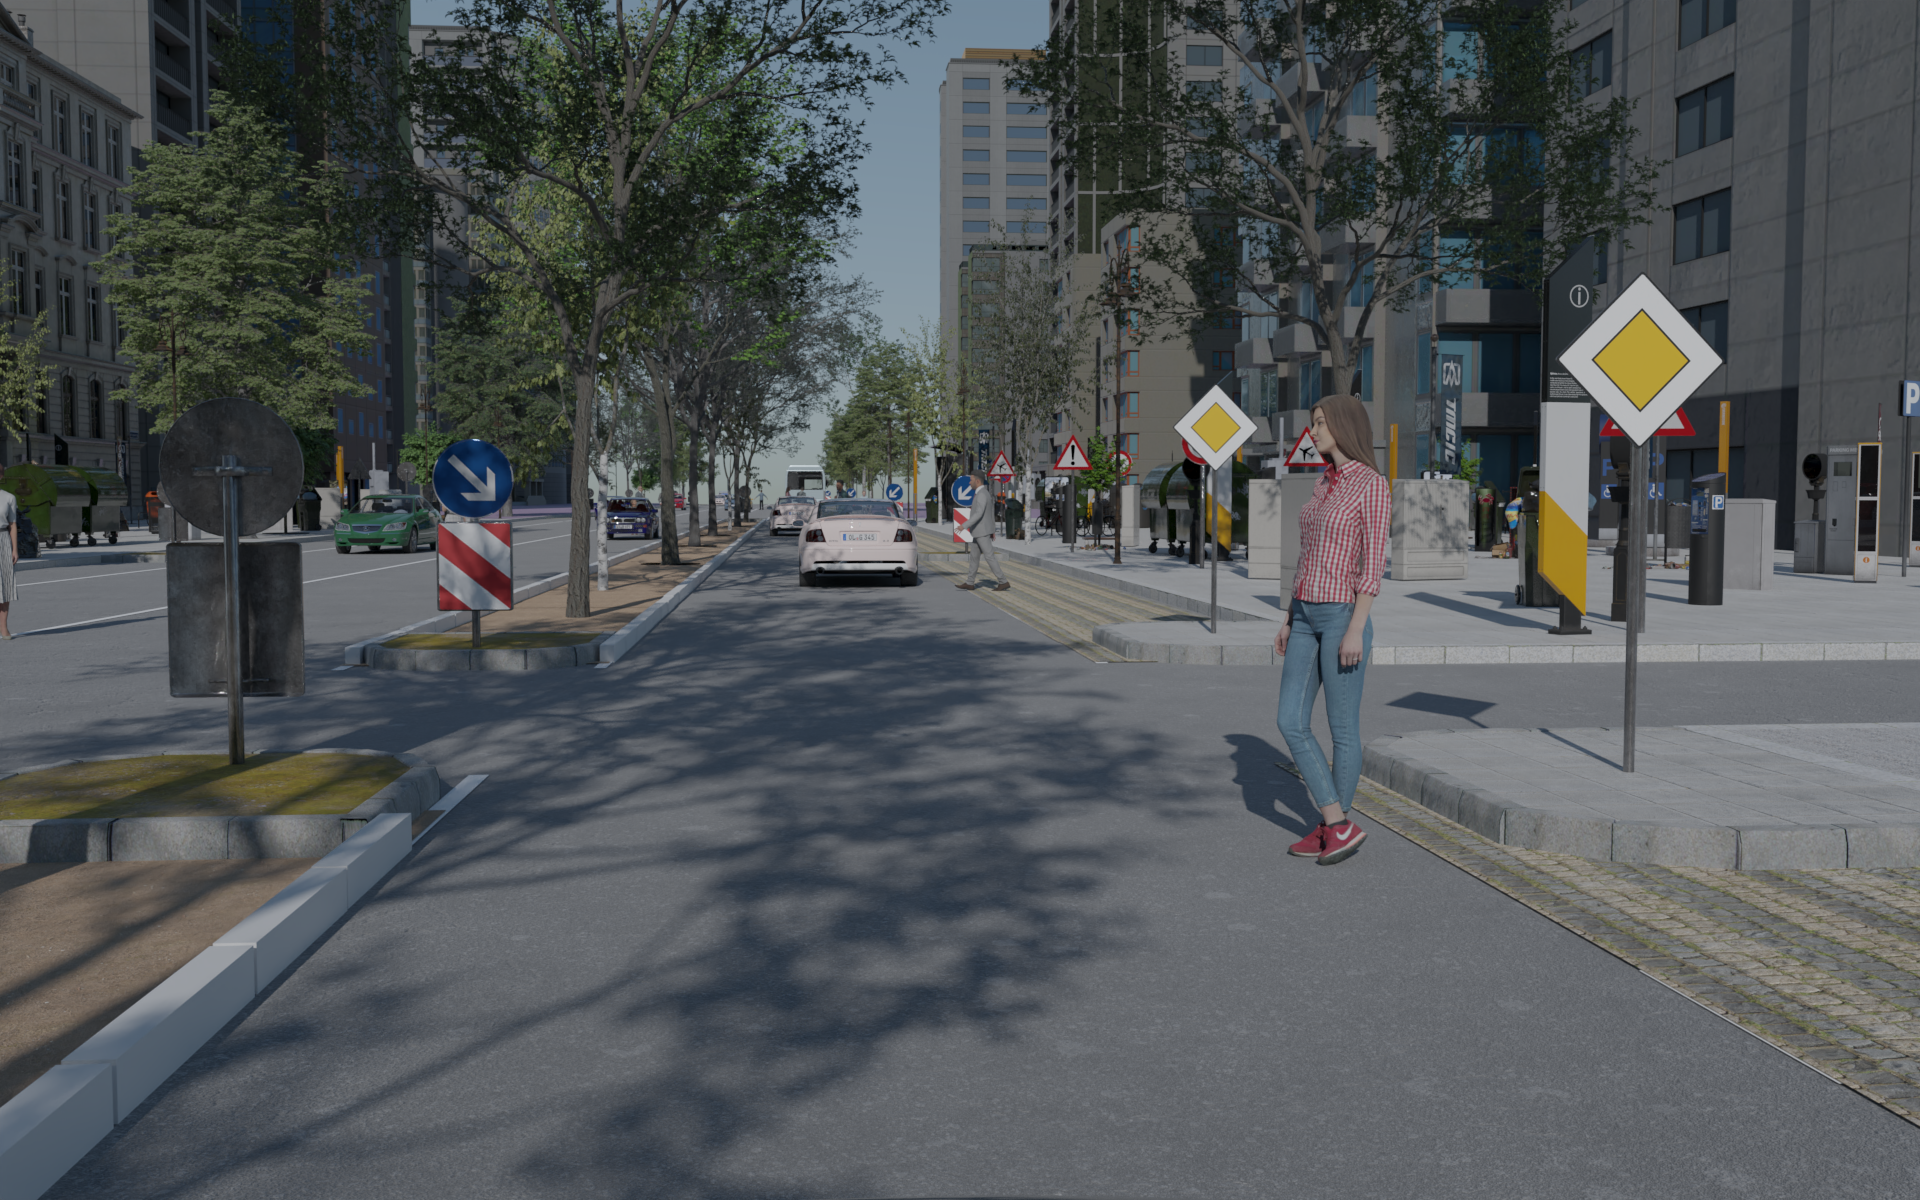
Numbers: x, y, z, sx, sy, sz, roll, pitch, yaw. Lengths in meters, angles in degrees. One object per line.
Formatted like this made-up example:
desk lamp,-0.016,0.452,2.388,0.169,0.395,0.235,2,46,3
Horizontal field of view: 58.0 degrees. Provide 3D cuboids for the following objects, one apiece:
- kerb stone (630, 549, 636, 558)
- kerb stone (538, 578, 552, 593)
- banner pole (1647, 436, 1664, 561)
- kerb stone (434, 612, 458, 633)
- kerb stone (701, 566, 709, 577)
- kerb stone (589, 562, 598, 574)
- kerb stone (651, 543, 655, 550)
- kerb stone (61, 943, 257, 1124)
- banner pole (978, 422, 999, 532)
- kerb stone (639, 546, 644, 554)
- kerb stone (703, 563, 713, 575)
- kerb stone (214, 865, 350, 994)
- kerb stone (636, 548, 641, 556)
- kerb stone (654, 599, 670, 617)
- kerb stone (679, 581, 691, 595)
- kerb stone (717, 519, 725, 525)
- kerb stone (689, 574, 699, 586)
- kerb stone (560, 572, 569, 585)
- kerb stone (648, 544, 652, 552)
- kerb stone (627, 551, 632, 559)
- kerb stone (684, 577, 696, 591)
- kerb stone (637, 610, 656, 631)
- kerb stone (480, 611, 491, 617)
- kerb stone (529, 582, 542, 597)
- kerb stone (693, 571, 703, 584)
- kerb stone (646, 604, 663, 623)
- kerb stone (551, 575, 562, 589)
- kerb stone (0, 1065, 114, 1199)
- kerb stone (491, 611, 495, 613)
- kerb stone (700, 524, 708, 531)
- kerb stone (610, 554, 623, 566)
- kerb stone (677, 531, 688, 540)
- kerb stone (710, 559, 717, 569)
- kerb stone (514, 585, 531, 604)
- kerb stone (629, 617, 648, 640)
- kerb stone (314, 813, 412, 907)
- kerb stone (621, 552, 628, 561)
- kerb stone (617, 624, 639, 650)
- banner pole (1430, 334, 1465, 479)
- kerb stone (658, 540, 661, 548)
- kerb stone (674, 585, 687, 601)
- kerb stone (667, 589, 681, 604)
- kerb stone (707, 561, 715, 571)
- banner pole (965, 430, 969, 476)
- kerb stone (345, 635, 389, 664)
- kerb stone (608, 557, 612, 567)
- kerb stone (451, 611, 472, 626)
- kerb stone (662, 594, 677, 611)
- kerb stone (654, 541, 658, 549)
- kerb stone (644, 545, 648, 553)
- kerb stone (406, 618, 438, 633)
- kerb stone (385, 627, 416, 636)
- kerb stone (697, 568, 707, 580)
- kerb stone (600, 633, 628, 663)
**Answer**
kerb stone,-7.352,-0.996,38.478,0.120,0.150,1.000,0,4,-5
kerb stone,-6.105,-0.185,25.219,0.120,0.150,1.000,0,4,-5
banner pole,13.220,-2.638,33.143,0.863,3.779,0.401,-3,4,-39
kerb stone,-5.419,0.258,18.042,0.120,0.150,1.000,0,4,-5
kerb stone,-4.395,-0.444,29.478,0.120,0.150,1.000,0,4,-5
kerb stone,-6.773,-0.622,32.363,0.120,0.150,1.000,0,4,-5
kerb stone,-7.831,-1.306,43.581,0.120,0.150,1.000,0,4,-5
kerb stone,-2.021,1.087,4.426,0.120,0.150,1.000,0,4,-5
banner pole,0.949,-4.212,58.876,0.863,3.779,0.401,3,4,37
kerb stone,-7.547,-1.120,40.515,0.120,0.150,1.000,0,4,-5
kerb stone,-4.485,-0.505,30.496,0.120,0.150,1.000,0,4,-5
kerb stone,-2.119,1.024,5.449,0.120,0.150,1.000,0,4,-5
kerb stone,-7.450,-1.058,39.495,0.120,0.150,1.000,0,4,-5
kerb stone,-3.527,0.119,20.312,0.120,0.150,1.000,0,4,-5
kerb stone,-3.909,-0.134,24.385,0.120,0.150,1.000,0,4,-5
kerb stone,-11.793,-3.865,85.393,0.120,0.150,1.000,0,4,-5
kerb stone,-4.106,-0.259,26.425,0.120,0.150,1.000,0,4,-5
kerb stone,-6.294,-0.308,27.254,0.120,0.150,1.000,0,4,-5
kerb stone,-7.732,-1.242,42.564,0.120,0.150,1.000,0,4,-5
kerb stone,-7.259,-0.933,37.452,0.120,0.150,1.000,0,4,-5
kerb stone,-4.004,-0.196,25.403,0.120,0.150,1.000,0,4,-5
kerb stone,-3.331,0.240,18.270,0.120,0.150,1.000,0,4,-5
kerb stone,-5.617,0.128,20.098,0.120,0.150,1.000,0,4,-5
kerb stone,-6.007,-0.120,24.191,0.120,0.150,1.000,0,4,-5
kerb stone,-4.202,-0.321,27.443,0.120,0.150,1.000,0,4,-5
kerb stone,-3.433,0.177,19.294,0.120,0.150,1.000,0,4,-5
kerb stone,-6.195,-0.247,26.237,0.120,0.150,1.000,0,4,-5
kerb stone,-1.924,1.150,3.404,0.120,0.150,1.000,0,4,-5
kerb stone,-5.712,0.066,21.123,0.120,0.150,1.000,0,4,-5
kerb stone,-10.345,-2.930,70.104,0.120,0.150,1.000,0,4,-5
kerb stone,-7.065,-0.809,35.417,0.120,0.150,1.000,0,4,-5
kerb stone,-9.099,-2.120,56.855,0.120,0.150,1.000,0,4,-5
kerb stone,-4.689,-0.633,32.541,0.120,0.150,1.000,0,4,-5
kerb stone,-5.913,-0.059,23.164,0.120,0.150,1.000,0,4,-5
kerb stone,-3.234,0.304,17.249,0.120,0.150,1.000,0,4,-5
kerb stone,-2.219,0.962,6.466,0.120,0.150,1.000,0,4,-5
kerb stone,-7.158,-0.869,36.435,0.120,0.150,1.000,0,4,-5
kerb stone,-3.139,0.365,16.228,0.120,0.150,1.000,0,4,-5
banner pole,7.605,-2.278,27.258,0.863,3.779,0.401,-2,4,-30
kerb stone,-8.040,-1.430,45.622,0.120,0.150,1.000,0,4,-5
kerb stone,-3.813,-0.072,23.368,0.120,0.150,1.000,0,4,-5
kerb stone,-3.724,-0.009,22.350,0.120,0.150,1.000,0,4,-5
kerb stone,-4.586,-0.571,31.524,0.120,0.150,1.000,0,4,-5
banner pole,0.244,-4.764,67.904,0.401,3.779,0.863,-1,4,-12
kerb stone,-5.127,0.441,14.980,0.120,0.150,1.000,0,4,-5
kerb stone,-6.871,-0.684,33.382,0.120,0.150,1.000,0,4,-5
kerb stone,-5.515,0.191,19.073,0.120,0.150,1.000,0,4,-5
kerb stone,-3.616,0.057,21.334,0.120,0.150,1.000,0,4,-5
kerb stone,-7.933,-1.368,44.605,0.120,0.150,1.000,0,4,-5
kerb stone,-7.645,-1.178,41.533,0.120,0.150,1.000,0,4,-5
kerb stone,-5.325,0.316,17.024,0.120,0.150,1.000,0,4,-5
kerb stone,-5.221,0.384,16.002,0.120,0.150,1.000,0,4,-5
kerb stone,-4.292,-0.383,28.461,0.120,0.150,1.000,0,4,-5
kerb stone,-3.044,0.428,15.202,0.120,0.150,1.000,0,4,-5
